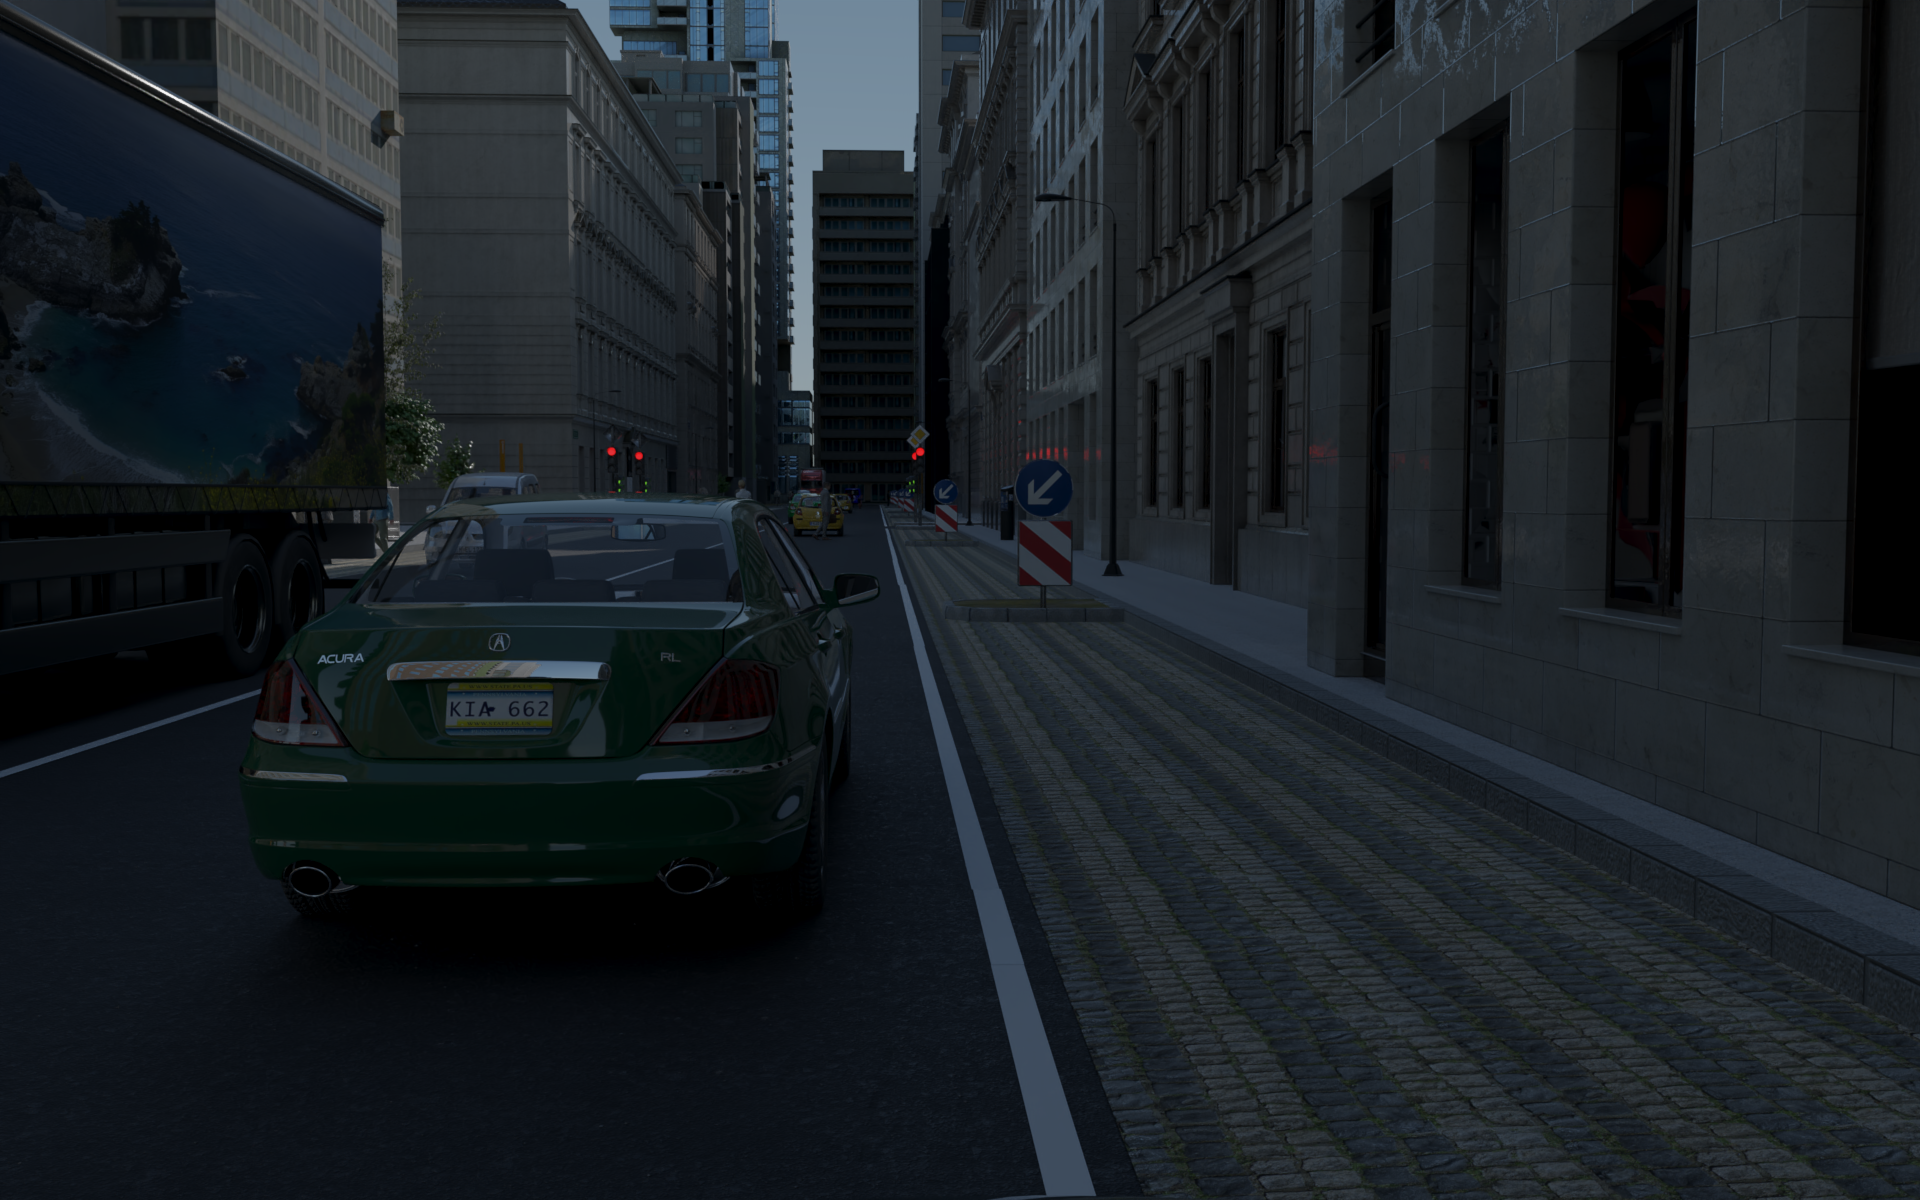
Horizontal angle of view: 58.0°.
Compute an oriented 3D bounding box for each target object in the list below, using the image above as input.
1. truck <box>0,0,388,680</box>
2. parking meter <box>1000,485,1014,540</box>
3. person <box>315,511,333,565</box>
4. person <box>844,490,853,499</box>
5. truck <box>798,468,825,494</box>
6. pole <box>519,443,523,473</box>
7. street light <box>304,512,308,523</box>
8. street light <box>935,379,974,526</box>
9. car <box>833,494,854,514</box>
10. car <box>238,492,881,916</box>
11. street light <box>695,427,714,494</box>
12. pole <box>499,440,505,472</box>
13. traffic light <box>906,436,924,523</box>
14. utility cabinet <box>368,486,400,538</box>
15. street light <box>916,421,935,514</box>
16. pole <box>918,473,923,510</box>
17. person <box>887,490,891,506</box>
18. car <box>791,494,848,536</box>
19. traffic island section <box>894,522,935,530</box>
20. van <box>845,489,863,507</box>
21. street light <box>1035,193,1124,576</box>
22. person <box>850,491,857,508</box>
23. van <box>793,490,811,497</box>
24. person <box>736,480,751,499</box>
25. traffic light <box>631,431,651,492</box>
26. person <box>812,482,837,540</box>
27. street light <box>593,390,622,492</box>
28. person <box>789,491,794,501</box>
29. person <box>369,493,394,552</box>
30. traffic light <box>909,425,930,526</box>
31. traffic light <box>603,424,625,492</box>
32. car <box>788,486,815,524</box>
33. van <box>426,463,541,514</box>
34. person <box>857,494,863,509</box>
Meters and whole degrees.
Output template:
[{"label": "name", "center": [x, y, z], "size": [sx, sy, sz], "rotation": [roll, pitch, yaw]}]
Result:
[{"label": "truck", "center": [-6.622, -1.370, 11.316], "size": [2.839, 4.237, 11.283], "rotation": [0, 4, -2]}, {"label": "parking meter", "center": [1.313, -2.433, 48.183], "size": [0.372, 1.533, 0.369], "rotation": [0, 3, 0]}, {"label": "person", "center": [-12.972, -1.640, 35.119], "size": [0.447, 1.846, 0.655], "rotation": [0, 4, -3]}, {"label": "person", "center": [-10.559, -9.308, 160.651], "size": [1.348, 1.831, 0.705], "rotation": [1, 4, 8]}, {"label": "truck", "center": [-15.942, -12.162, 187.754], "size": [2.839, 4.237, 11.283], "rotation": [0, 4, -3]}, {"label": "pole", "center": [-17.573, -4.622, 69.410], "size": [0.158, 3.312, 0.155], "rotation": [0, 3, 0]}, {"label": "street light", "center": [-13.844, -4.005, 38.017], "size": [1.470, 5.913, 1.316], "rotation": [0, 4, -3]}, {"label": "street light", "center": [-0.155, -5.951, 69.834], "size": [1.470, 5.913, 1.316], "rotation": [0, 4, -3]}, {"label": "car", "center": [-8.901, -7.255, 128.836], "size": [2.015, 1.641, 3.980], "rotation": [0, 4, -1]}, {"label": "car", "center": [-1.410, 0.272, 7.344], "size": [2.131, 1.459, 4.920], "rotation": [0, 4, -2]}, {"label": "street light", "center": [-17.746, -9.022, 120.049], "size": [1.470, 5.913, 1.316], "rotation": [0, 4, -3]}, {"label": "pole", "center": [-17.128, -4.344, 64.872], "size": [0.158, 3.312, 0.155], "rotation": [0, 3, 0]}, {"label": "traffic light", "center": [-2.015, -5.444, 77.934], "size": [0.839, 4.253, 0.868], "rotation": [0, 4, -3]}, {"label": "utility cabinet", "center": [-16.499, -2.503, 49.605], "size": [0.318, 1.500, 1.173], "rotation": [1, 4, 13]}, {"label": "street light", "center": [-2.129, -8.427, 110.320], "size": [1.470, 5.913, 1.316], "rotation": [0, 4, -3]}, {"label": "pole", "center": [-3.042, -8.835, 138.292], "size": [0.158, 3.312, 0.155], "rotation": [0, 3, 0]}, {"label": "person", "center": [-7.630, -10.813, 185.312], "size": [0.705, 1.821, 1.348], "rotation": [-1, 4, -18]}, {"label": "car", "center": [-4.879, -3.045, 60.005], "size": [2.015, 1.641, 3.980], "rotation": [0, 4, -3]}, {"label": "traffic island section", "center": [-1.592, -2.923, 70.074], "size": [2.009, 0.180, 2.903], "rotation": [0, 4, -3]}, {"label": "van", "center": [-12.017, -11.647, 194.808], "size": [2.240, 2.365, 5.245], "rotation": [0, 4, -2]}, {"label": "street light", "center": [1.854, -3.327, 26.945], "size": [1.470, 5.913, 1.316], "rotation": [0, 4, -3]}, {"label": "person", "center": [-11.121, -10.385, 178.820], "size": [1.217, 1.766, 0.721], "rotation": [-1, 4, -14]}, {"label": "van", "center": [-15.589, -10.134, 172.710], "size": [2.013, 2.044, 4.112], "rotation": [0, 4, -4]}, {"label": "person", "center": [-5.542, -2.185, 44.449], "size": [0.478, 1.798, 0.641], "rotation": [-2, 4, -25]}, {"label": "traffic light", "center": [-14.261, -5.408, 77.334], "size": [0.839, 4.253, 0.868], "rotation": [0, 4, -3]}, {"label": "person", "center": [-4.174, -2.773, 53.954], "size": [0.853, 1.813, 0.709], "rotation": [-2, 4, -25]}, {"label": "street light", "center": [-15.740, -6.398, 77.154], "size": [1.470, 5.913, 1.316], "rotation": [0, 4, -3]}, {"label": "person", "center": [-18.754, -11.255, 193.230], "size": [0.721, 1.736, 1.217], "rotation": [2, 4, 25]}, {"label": "person", "center": [-12.160, -1.688, 36.445], "size": [0.444, 1.785, 0.601], "rotation": [-3, 5, -42]}, {"label": "traffic light", "center": [-1.633, -4.956, 69.958], "size": [0.839, 4.253, 0.868], "rotation": [0, 4, -3]}, {"label": "traffic light", "center": [-13.879, -4.920, 69.358], "size": [0.839, 4.253, 0.868], "rotation": [0, 4, -3]}, {"label": "car", "center": [-7.419, -4.635, 84.582], "size": [1.959, 1.807, 4.718], "rotation": [0, 4, -2]}, {"label": "van", "center": [-8.713, -1.531, 32.048], "size": [2.013, 2.044, 4.112], "rotation": [0, 4, -5]}, {"label": "person", "center": [-9.753, -9.670, 169.833], "size": [0.421, 1.427, 0.697], "rotation": [-3, 4, -38]}]
